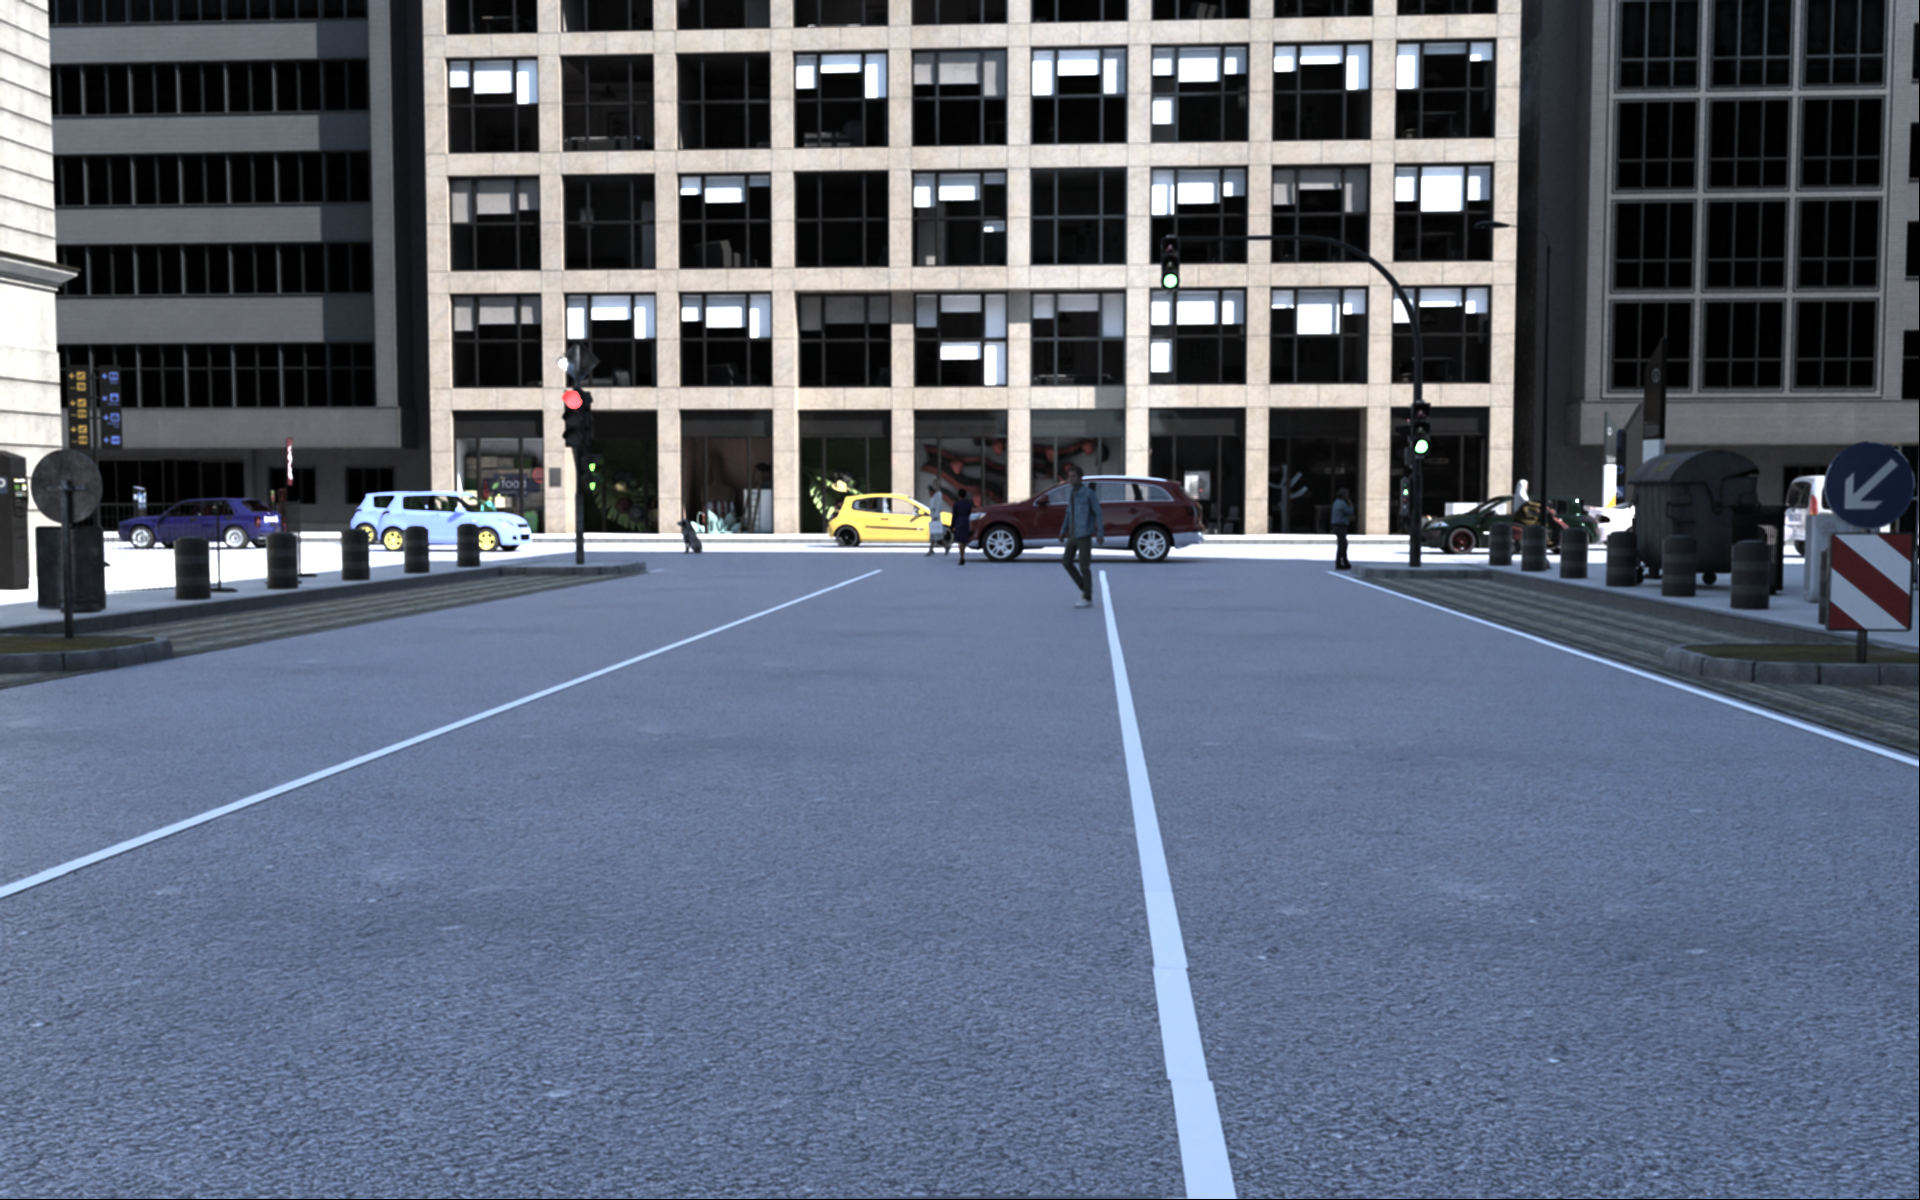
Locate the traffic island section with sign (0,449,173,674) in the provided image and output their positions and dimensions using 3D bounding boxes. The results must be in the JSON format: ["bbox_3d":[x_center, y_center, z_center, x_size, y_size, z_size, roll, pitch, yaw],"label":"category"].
[{"bbox_3d":[-7.890,-0.370,14.671,1.989,1.847,2.006,0,4,4],"label":"traffic island section with sign"}]

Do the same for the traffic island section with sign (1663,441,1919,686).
[{"bbox_3d":[6.801,-0.319,13.836,1.989,1.847,2.006,0,4,4],"label":"traffic island section with sign"}]

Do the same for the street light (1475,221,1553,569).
[{"bbox_3d":[9.459,-3.490,29.608,1.470,5.913,1.316,0,4,4],"label":"street light"}]

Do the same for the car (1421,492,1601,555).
[{"bbox_3d":[13.113,-1.936,41.434,4.222,1.686,2.009,0,4,6],"label":"car"}]

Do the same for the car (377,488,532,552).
[{"bbox_3d":[-12.648,-2.070,43.444,3.694,1.707,1.945,0,4,6],"label":"car"}]

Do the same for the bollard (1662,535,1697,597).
[{"bbox_3d":[9.045,-0.432,21.780,0.404,0.777,0.398,0,3,0],"label":"bollard"}]

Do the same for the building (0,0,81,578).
[{"bbox_3d":[-36.166,-14.920,20.356,44.131,29.872,17.030,0,4,4],"label":"building"}]

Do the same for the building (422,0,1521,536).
[{"bbox_3d":[0.683,-15.822,63.210,34.151,26.468,19.350,0,4,4],"label":"building"}]

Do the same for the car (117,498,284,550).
[{"bbox_3d":[-19.920,-2.013,45.485,3.894,1.354,1.945,0,4,3],"label":"car"}]

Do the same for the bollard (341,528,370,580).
[{"bbox_3d":[-9.048,-0.685,25.918,0.404,0.777,0.398,0,3,0],"label":"bollard"}]

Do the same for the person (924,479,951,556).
[{"bbox_3d":[-0.506,-1.912,40.122,0.624,1.780,0.694,0,4,3],"label":"person"}]

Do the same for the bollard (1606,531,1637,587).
[{"bbox_3d":[9.220,-0.576,24.133,0.404,0.777,0.398,0,3,0],"label":"bollard"}]

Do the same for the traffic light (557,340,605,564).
[{"bbox_3d":[-6.925,-2.606,31.525,0.839,4.253,0.868,0,4,4],"label":"traffic light"}]

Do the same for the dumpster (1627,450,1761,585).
[{"bbox_3d":[10.063,-1.102,23.769,1.264,1.857,1.865,0,4,4],"label":"dumpster"}]

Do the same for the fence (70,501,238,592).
[{"bbox_3d":[-10.241,-0.651,21.846,0.480,1.192,2.264,2,4,28],"label":"fence"}]

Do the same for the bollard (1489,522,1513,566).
[{"bbox_3d":[9.745,-1.009,31.216,0.404,0.777,0.398,0,3,0],"label":"bollard"}]

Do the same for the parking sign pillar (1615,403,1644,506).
[{"bbox_3d":[19.744,-3.840,51.252,1.447,3.967,1.447,3,5,42],"label":"parking sign pillar"}]

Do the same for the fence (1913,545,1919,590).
[{"bbox_3d":[11.621,-0.254,19.526,0.278,0.683,2.069,-3,4,-36],"label":"fence"}]

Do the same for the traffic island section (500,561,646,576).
[{"bbox_3d":[-6.964,-0.574,31.663,2.009,0.180,2.903,0,4,4],"label":"traffic island section"}]

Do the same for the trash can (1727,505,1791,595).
[{"bbox_3d":[10.226,-0.645,22.198,0.748,1.137,0.748,0,3,0],"label":"trash can"}]

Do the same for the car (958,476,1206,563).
[{"bbox_3d":[2.583,-1.732,36.999,5.304,1.827,2.281,0,4,6],"label":"car"}]

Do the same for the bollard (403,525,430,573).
[{"bbox_3d":[-8.873,-0.829,28.271,0.404,0.777,0.398,0,3,0],"label":"bollard"}]

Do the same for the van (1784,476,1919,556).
[{"bbox_3d":[20.907,-1.966,39.153,4.112,2.044,2.013,0,4,3],"label":"van"}]

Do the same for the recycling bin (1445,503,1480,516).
[{"bbox_3d":[14.364,-2.272,49.694,0.722,1.027,0.722,0,4,-1],"label":"recycling bin"}]

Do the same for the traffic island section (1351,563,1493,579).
[{"bbox_3d":[8.036,-0.506,30.547,2.009,0.180,2.903,0,4,4],"label":"traffic island section"}]

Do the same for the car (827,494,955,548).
[{"bbox_3d":[-1.606,-2.245,46.930,3.980,1.641,2.015,0,4,3],"label":"car"}]

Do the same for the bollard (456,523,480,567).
[{"bbox_3d":[-8.698,-0.973,30.632,0.404,0.777,0.398,0,3,0],"label":"bollard"}]

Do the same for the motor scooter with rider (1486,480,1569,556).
[{"bbox_3d":[12.135,-1.686,36.539,1.986,1.779,0.876,0,4,4],"label":"motor scooter with rider"}]

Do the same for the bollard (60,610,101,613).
[{"bbox_3d":[-9.575,-0.252,18.843,0.404,0.777,0.398,0,3,0],"label":"bollard"}]

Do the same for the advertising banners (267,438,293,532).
[{"bbox_3d":[-20.879,-3.492,53.279,0.090,3.025,2.074,0,3,0],"label":"advertising banners"}]

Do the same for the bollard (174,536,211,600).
[{"bbox_3d":[-9.395,-0.396,21.196,0.404,0.777,0.398,0,3,0],"label":"bollard"}]

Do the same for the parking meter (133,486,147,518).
[{"bbox_3d":[-25.647,-2.799,54.167,0.372,1.533,0.369,0,3,0],"label":"parking meter"}]

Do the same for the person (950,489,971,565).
[{"bbox_3d":[-0.012,-1.483,35.120,0.453,1.535,0.546,-2,4,-35],"label":"person"}]

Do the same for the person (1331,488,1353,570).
[{"bbox_3d":[7.203,-1.340,32.627,0.429,1.552,0.499,1,4,23],"label":"person"}]

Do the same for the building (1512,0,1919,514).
[{"bbox_3d":[33.348,-14.637,58.378,30.058,24.678,14.314,0,4,4],"label":"building"}]

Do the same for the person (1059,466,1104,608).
[{"bbox_3d":[1.552,-0.803,21.965,0.444,1.785,0.601,-2,4,-32],"label":"person"}]

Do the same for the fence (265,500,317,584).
[{"bbox_3d":[-9.978,-0.896,25.849,0.480,1.192,2.264,-1,4,-15],"label":"fence"}]

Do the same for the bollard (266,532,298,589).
[{"bbox_3d":[-9.224,-0.541,23.565,0.404,0.777,0.398,0,3,0],"label":"bollard"}]

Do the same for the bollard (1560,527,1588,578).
[{"bbox_3d":[9.395,-0.720,26.494,0.404,0.777,0.398,0,3,0],"label":"bollard"}]

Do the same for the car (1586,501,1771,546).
[{"bbox_3d":[18.392,-1.952,44.276,4.827,1.381,2.083,0,4,3],"label":"car"}]

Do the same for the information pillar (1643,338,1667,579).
[{"bbox_3d":[10.503,-2.132,26.215,0.183,3.616,0.504,0,4,-8],"label":"information pillar"}]

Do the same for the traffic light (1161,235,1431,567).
[{"bbox_3d":[5.904,-3.412,30.449,4.771,5.953,1.251,0,4,4],"label":"traffic light"}]

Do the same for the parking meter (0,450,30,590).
[{"bbox_3d":[-12.680,-1.066,23.135,0.399,1.863,0.255,1,4,17],"label":"parking meter"}]

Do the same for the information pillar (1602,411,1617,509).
[{"bbox_3d":[18.475,-3.543,49.284,0.504,3.616,0.183,-2,4,-33],"label":"information pillar"}]

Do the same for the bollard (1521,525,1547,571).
[{"bbox_3d":[9.568,-0.865,28.863,0.404,0.777,0.398,0,3,0],"label":"bollard"}]

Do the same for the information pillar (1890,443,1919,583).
[{"bbox_3d":[13.735,-1.265,25.179,0.304,2.012,0.304,1,4,11],"label":"information pillar"}]

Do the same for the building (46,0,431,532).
[{"bbox_3d":[-31.857,-14.970,63.831,30.058,24.678,14.314,0,4,4],"label":"building"}]

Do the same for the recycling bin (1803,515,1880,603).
[{"bbox_3d":[10.476,-0.492,20.591,0.722,1.027,0.722,1,4,20],"label":"recycling bin"}]

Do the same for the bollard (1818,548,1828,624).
[{"bbox_3d":[8.691,-0.144,17.070,0.404,0.777,0.398,0,3,0],"label":"bollard"}]

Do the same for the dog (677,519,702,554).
[{"bbox_3d":[-6.488,-1.539,42.004,0.513,0.831,0.800,-2,4,-27],"label":"dog"}]

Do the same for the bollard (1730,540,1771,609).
[{"bbox_3d":[8.865,-0.288,19.423,0.404,0.777,0.398,0,3,0],"label":"bollard"}]

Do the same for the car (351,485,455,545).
[{"bbox_3d":[-15.324,-2.422,49.187,3.694,1.707,1.945,0,4,3],"label":"car"}]

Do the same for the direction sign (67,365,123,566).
[{"bbox_3d":[-15.190,-2.353,30.468,0.876,3.537,0.379,-1,4,-9],"label":"direction sign"}]
